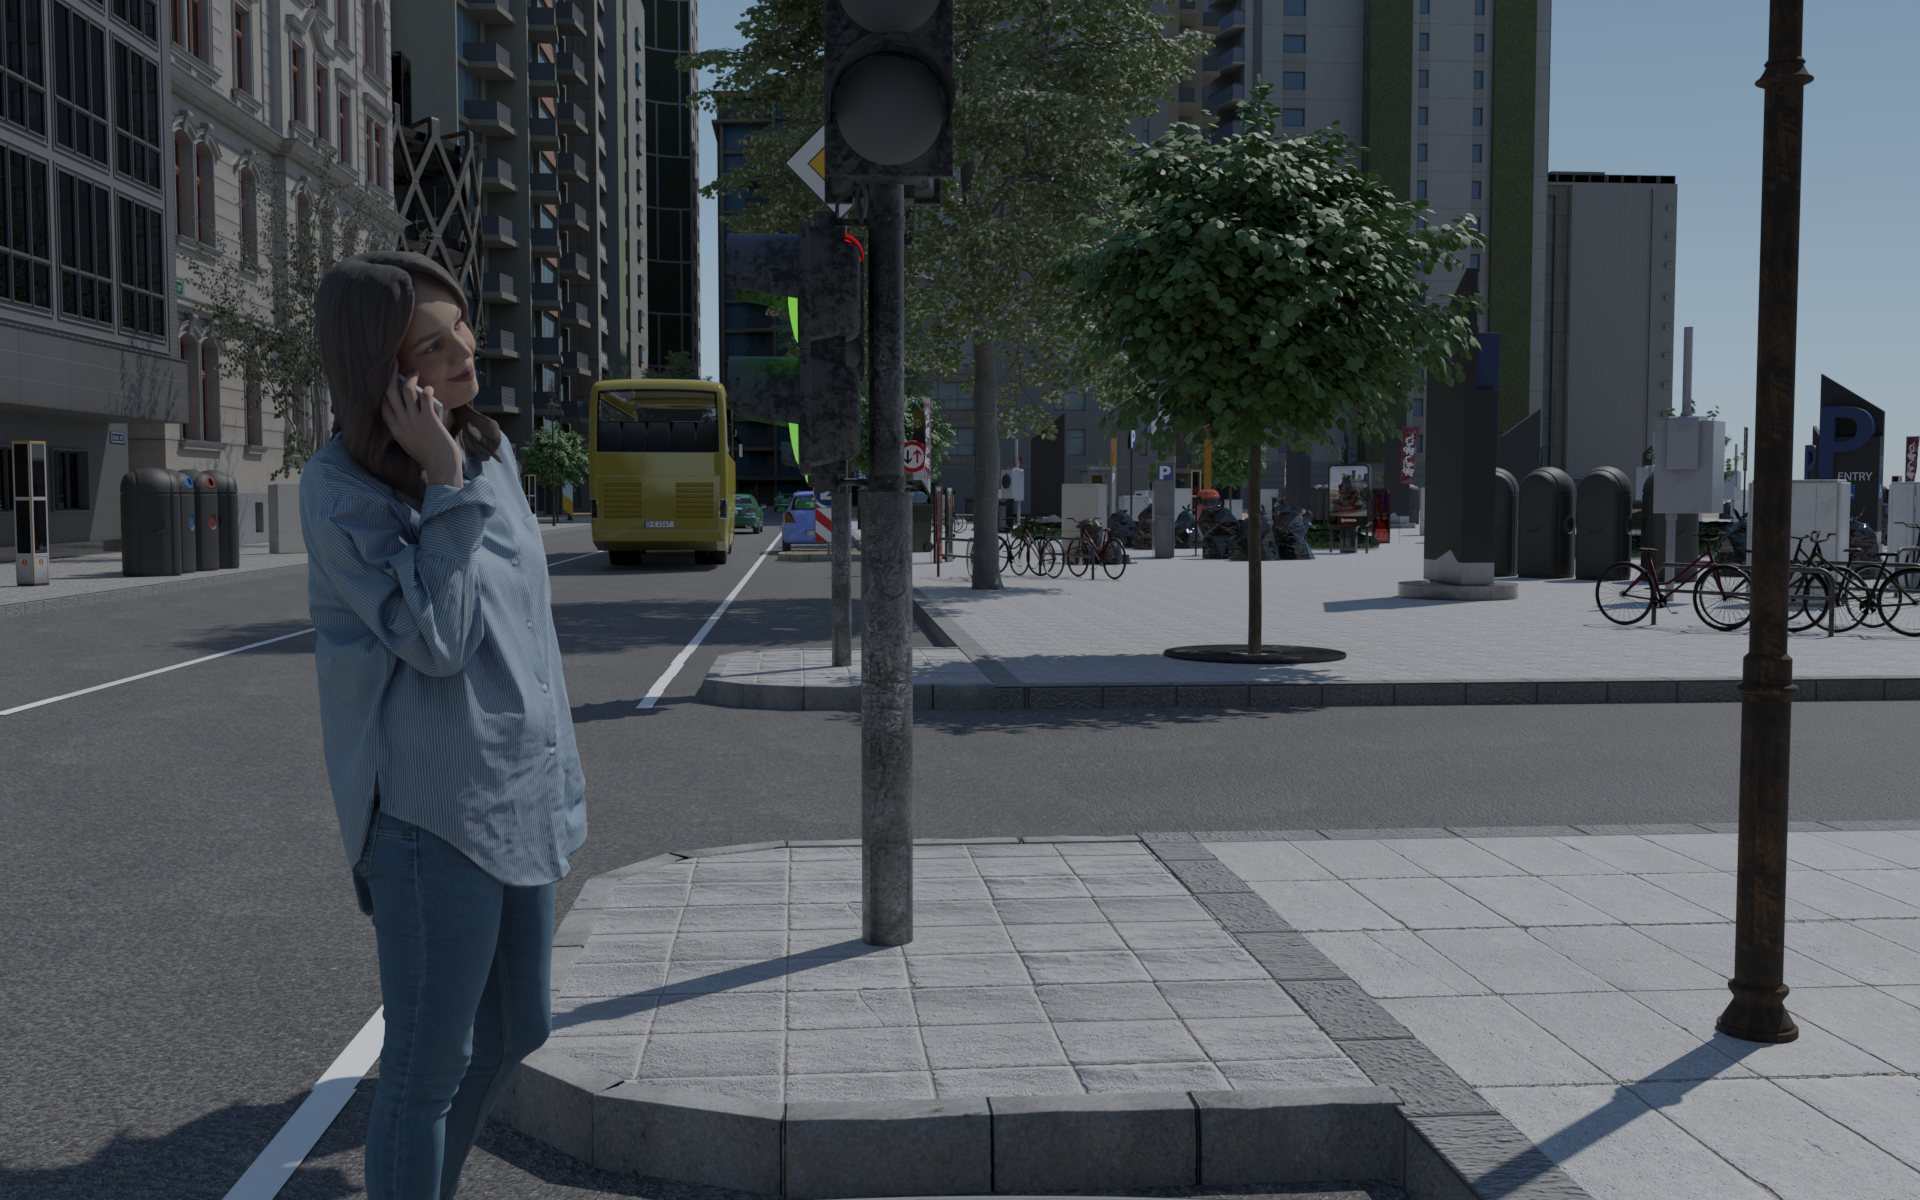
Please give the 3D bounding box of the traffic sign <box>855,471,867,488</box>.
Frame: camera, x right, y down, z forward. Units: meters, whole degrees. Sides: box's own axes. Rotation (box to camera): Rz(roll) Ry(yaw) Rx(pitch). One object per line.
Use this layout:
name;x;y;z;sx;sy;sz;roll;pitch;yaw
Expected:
traffic sign;-4.820;-5.225;85.532;0.768;2.556;0.104;0;4;0

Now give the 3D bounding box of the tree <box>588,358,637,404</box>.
tree;-18.238;-8.804;94.315;4.360;8.622;3.978;0;3;0

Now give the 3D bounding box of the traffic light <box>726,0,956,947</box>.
traffic light;-0.227;-0.975;4.865;0.839;4.253;0.868;0;4;-5

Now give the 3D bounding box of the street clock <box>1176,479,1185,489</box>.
street clock;10.660;-4.842;83.732;0.358;2.002;0.471;-1;4;-23

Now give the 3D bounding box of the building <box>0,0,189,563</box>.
building;-22.693;-14.157;24.975;14.314;27.812;24.014;0;4;-5

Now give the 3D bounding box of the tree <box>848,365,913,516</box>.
tree;-3.989;-8.001;81.178;4.737;8.622;4.395;0;3;0

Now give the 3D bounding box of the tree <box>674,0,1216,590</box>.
tree;0.011;-6.402;22.801;7.486;12.596;7.792;0;3;0

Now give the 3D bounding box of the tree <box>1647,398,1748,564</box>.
tree;13.252;-2.274;31.786;1.663;3.219;1.824;0;3;0

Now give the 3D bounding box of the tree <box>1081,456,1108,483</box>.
tree;7.166;-5.754;88.676;1.663;3.219;1.824;0;3;0

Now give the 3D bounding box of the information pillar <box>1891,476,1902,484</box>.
information pillar;37.241;-3.939;68.892;0.304;2.012;0.304;-3;4;-39

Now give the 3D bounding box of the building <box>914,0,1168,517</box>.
building;4.178;-25.655;103.051;14.154;41.232;14.086;0;4;-5

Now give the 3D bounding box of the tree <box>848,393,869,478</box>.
tree;-1.752;-3.956;48.389;4.285;4.588;4.351;0;3;0

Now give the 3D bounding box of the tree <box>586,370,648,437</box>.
tree;-19.725;-9.271;101.945;4.737;8.622;4.395;0;3;0

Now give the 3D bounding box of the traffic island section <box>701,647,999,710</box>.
traffic island section;-0.861;0.571;12.939;2.009;0.180;2.903;0;4;-5

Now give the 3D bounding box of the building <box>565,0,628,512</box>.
building;-31.304;-26.808;121.901;14.154;41.232;14.086;0;4;-5

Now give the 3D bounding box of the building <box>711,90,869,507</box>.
building;-12.933;-32.375;183.956;28.867;44.769;22.147;0;4;-5

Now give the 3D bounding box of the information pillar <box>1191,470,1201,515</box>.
information pillar;7.276;-2.993;53.431;0.304;2.012;0.304;0;4;7

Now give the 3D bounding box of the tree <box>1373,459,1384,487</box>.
tree;20.690;-5.343;81.953;1.663;3.219;1.824;0;3;0

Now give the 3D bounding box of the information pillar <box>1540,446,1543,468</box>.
information pillar;28.517;-5.729;85.031;0.183;3.616;0.504;1;4;14

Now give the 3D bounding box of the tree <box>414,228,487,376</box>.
tree;-14.421;-5.773;44.756;4.360;8.622;3.978;0;3;0

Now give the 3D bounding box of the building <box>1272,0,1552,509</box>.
building;34.761;-37.372;153.026;28.212;58.520;21.231;0;4;-5

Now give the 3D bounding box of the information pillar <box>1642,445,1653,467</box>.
information pillar;32.508;-5.536;81.872;0.504;3.616;0.183;3;4;38

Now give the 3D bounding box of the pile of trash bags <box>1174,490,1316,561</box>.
pile of trash bags;5.624;-1.534;34.834;1.912;1.369;3.447;-1;4;-20

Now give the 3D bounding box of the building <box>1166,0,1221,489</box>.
building;6.062;-28.746;124.615;22.147;44.769;28.867;0;4;-5

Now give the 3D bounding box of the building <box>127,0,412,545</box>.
building;-24.853;-15.976;48.595;14.401;28.519;23.554;0;4;-5

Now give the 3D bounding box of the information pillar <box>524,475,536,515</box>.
information pillar;-16.528;-3.800;66.623;0.304;2.012;0.304;3;5;44

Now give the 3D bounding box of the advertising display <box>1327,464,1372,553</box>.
advertising display;8.465;-1.986;37.679;0.974;1.923;0.123;3;4;39

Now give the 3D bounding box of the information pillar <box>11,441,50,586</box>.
information pillar;-12.958;-1.203;24.156;0.304;2.012;0.304;1;4;14

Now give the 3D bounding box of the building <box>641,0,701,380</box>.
building;-38.172;-45.412;180.734;20.611;71.187;20.563;0;4;-5

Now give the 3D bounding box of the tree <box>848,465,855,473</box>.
tree;-8.220;-10.595;123.584;4.360;8.622;3.978;0;3;0

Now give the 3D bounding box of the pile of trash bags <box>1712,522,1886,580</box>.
pile of trash bags;13.598;-1.039;26.733;3.447;1.369;1.912;0;4;0

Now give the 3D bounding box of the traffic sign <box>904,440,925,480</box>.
traffic sign;-1.126;-2.517;41.264;0.768;2.556;0.104;0;4;3

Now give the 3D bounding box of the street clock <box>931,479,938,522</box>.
street clock;-1.152;-4.087;71.390;0.358;2.002;0.471;-3;5;-42

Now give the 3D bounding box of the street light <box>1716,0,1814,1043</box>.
street light;1.902;-1.906;3.953;0.468;5.910;1.993;0;4;-5

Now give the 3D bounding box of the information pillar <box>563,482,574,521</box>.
information pillar;-18.915;-5.638;83.533;0.504;3.616;0.183;-2;4;-29

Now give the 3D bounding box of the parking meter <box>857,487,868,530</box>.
parking meter;-3.518;-3.311;62.550;0.372;1.533;0.369;0;3;0

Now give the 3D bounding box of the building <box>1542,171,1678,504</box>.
building;55.565;-23.686;158.966;14.107;30.474;14.160;0;4;-5

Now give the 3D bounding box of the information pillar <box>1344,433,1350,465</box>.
information pillar;14.249;-4.433;63.832;0.183;3.616;0.504;0;4;-6

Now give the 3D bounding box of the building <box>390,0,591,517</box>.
building;-33.666;-27.245;100.081;22.147;44.769;28.867;0;4;-5

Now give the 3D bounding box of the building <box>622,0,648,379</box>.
building;-38.139;-31.977;146.530;21.600;48.544;21.300;0;4;-5

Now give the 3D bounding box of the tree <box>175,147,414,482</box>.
tree;-13.774;-5.241;36.047;4.360;8.622;3.978;0;3;0

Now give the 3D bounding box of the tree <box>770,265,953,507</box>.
tree;-5.241;-11.278;91.047;9.857;13.997;8.962;0;3;0

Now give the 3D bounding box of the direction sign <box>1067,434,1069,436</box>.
direction sign;3.878;-4.441;64.613;0.379;3.537;0.876;2;4;29

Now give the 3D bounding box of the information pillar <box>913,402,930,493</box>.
information pillar;-0.979;-3.208;43.798;0.504;3.616;0.183;2;4;33

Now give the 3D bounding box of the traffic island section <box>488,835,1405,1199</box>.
traffic island section;-0.186;1.058;4.982;2.009;0.180;2.903;0;4;-5

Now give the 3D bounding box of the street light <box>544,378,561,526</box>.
street light;-16.259;-5.896;69.182;0.468;5.910;1.993;0;4;-5

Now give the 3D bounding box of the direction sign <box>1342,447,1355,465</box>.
direction sign;18.679;-5.589;83.377;0.876;3.537;0.379;-2;4;-33

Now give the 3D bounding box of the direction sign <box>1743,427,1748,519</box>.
direction sign;26.598;-4.079;58.697;0.379;3.537;0.876;2;4;31

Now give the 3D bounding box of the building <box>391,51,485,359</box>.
building;-27.967;-12.336;69.153;16.820;18.784;16.811;0;4;-5

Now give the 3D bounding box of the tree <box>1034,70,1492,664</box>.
tree;2.294;-1.833;13.688;4.285;4.588;4.351;0;3;0

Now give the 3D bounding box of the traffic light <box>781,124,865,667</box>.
traffic light;-0.902;-1.462;12.821;0.839;4.253;0.868;0;4;-5

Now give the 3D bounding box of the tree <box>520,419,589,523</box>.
tree;-17.691;-5.654;76.151;4.285;4.588;4.351;0;3;0

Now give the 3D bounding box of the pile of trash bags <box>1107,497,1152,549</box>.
pile of trash bags;4.009;-1.881;40.512;3.447;1.369;1.912;-2;4;-34

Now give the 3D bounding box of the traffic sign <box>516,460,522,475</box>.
traffic sign;-16.136;-3.802;62.265;0.768;2.556;0.104;0;4;3
